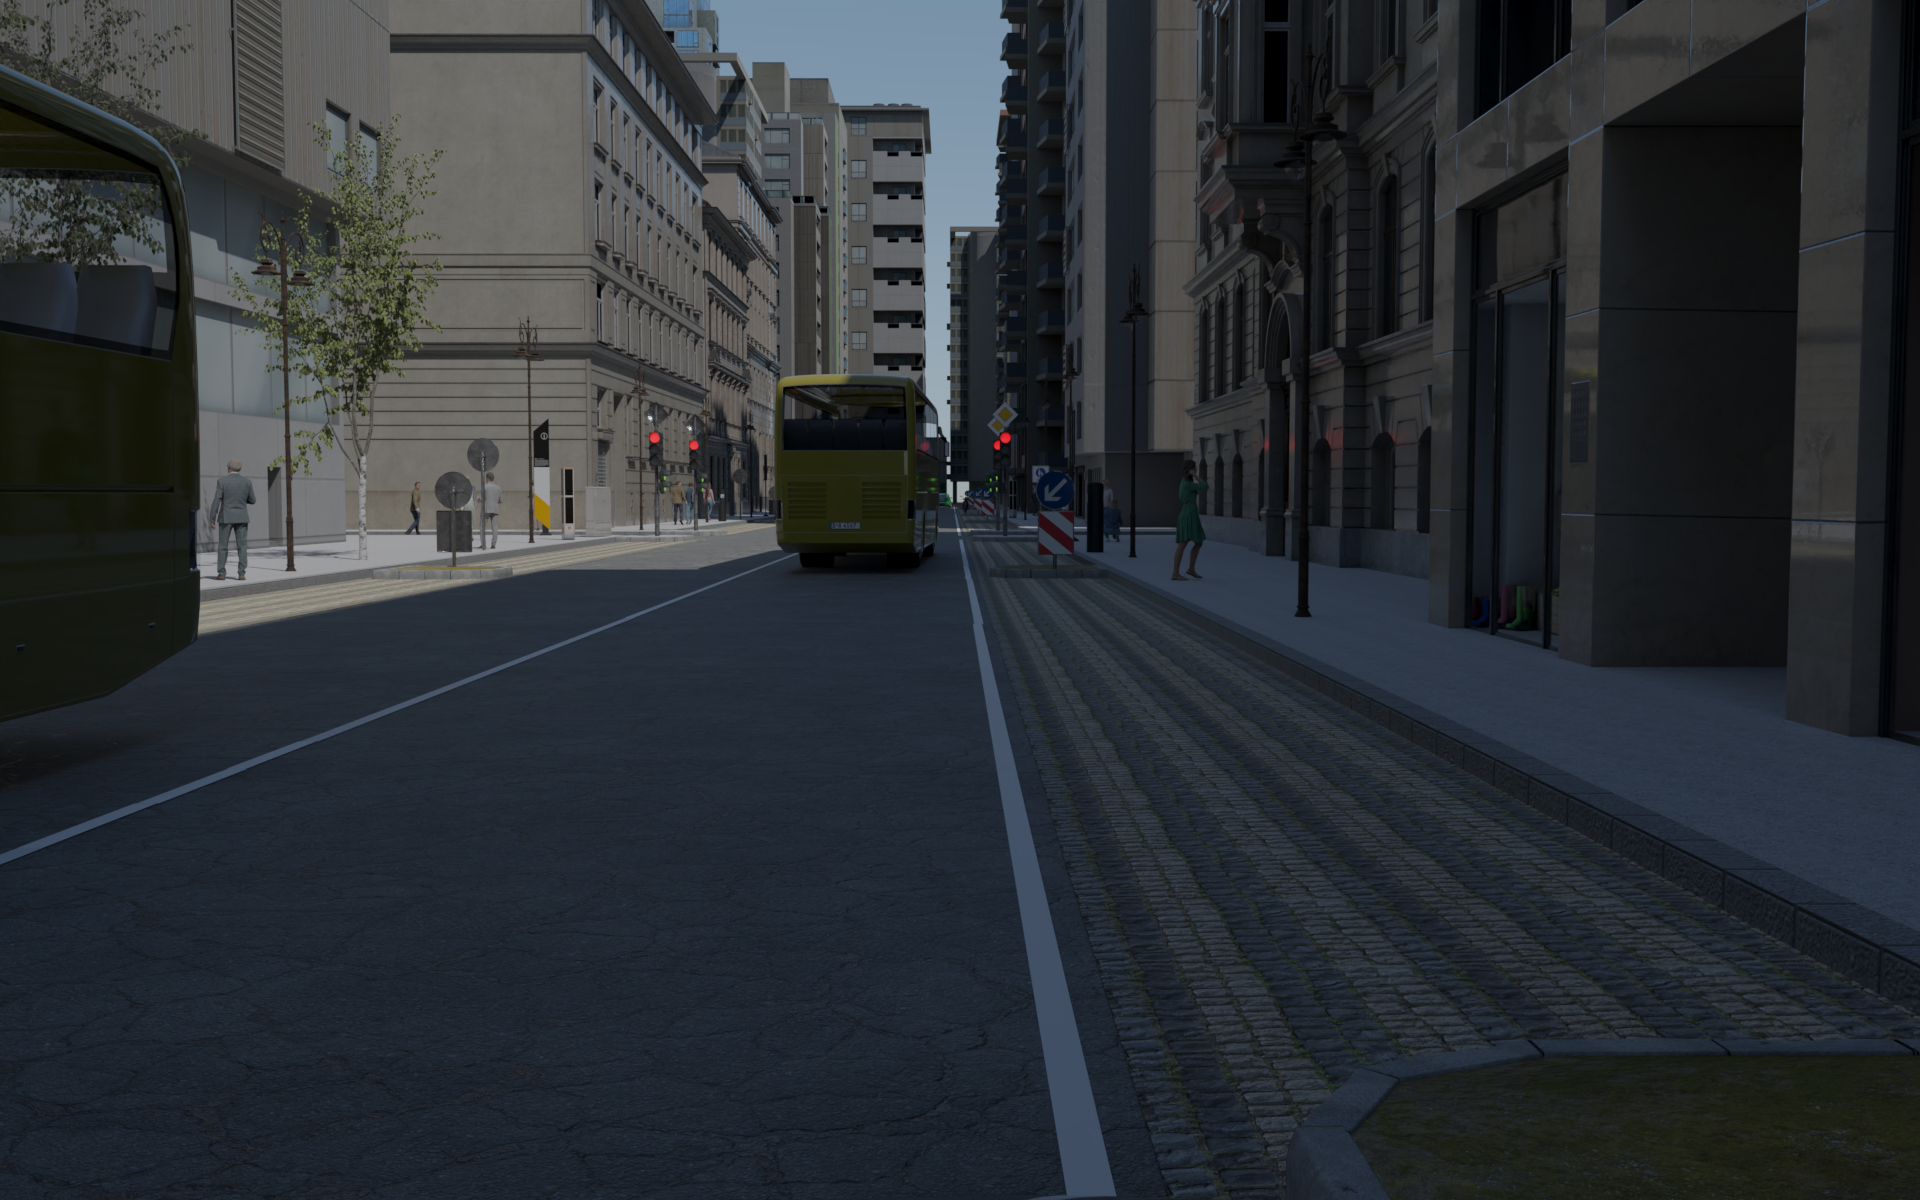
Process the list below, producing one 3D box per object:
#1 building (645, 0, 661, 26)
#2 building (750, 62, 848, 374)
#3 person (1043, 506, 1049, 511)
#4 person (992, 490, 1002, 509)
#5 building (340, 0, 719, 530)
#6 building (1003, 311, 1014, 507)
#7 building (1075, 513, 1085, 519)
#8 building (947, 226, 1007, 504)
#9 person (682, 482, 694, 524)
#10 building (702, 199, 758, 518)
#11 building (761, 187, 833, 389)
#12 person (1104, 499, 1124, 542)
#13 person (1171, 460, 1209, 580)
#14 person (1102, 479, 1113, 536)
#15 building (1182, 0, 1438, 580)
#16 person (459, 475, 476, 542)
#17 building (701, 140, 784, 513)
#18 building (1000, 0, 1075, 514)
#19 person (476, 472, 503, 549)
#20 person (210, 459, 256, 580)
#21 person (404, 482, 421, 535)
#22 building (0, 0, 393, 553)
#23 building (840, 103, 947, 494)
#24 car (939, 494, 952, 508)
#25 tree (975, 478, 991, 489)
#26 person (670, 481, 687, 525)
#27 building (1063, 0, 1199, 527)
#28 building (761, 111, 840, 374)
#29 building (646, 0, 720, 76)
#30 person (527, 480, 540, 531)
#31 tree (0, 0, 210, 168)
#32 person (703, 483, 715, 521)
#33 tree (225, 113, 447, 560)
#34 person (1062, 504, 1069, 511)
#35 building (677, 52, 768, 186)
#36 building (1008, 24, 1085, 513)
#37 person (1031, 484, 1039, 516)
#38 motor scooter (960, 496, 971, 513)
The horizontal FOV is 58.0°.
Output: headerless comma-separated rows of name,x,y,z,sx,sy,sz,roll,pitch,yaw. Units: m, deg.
building,-49.090,-40.238,199.897,28.212,58.520,21.231,0,4,0
building,-24.062,-35.212,199.416,21.600,48.544,21.300,0,4,0
person,4.909,-5.368,98.478,0.362,1.253,0.373,0,4,-6
person,3.208,-8.703,149.067,0.721,1.736,1.217,-3,5,-41
building,-20.511,-14.827,75.703,16.112,22.955,30.059,0,4,0
building,18.383,-19.680,166.805,27.650,21.520,28.899,0,4,0
building,12.937,-26.778,87.928,14.600,45.320,14.200,0,4,0
building,10.194,-33.272,235.870,23.993,40.220,32.217,0,4,0
person,-11.407,-4.085,73.185,0.623,1.781,0.721,-2,4,-33
building,-18.012,-14.424,100.459,10.561,19.102,19.286,0,4,0
building,-19.743,-24.160,166.718,14.160,30.474,14.107,0,4,0
person,3.991,-2.144,46.602,1.012,1.151,0.738,0,4,-7
person,3.396,-1.196,25.840,0.529,1.795,0.600,-1,4,-11
person,4.403,-2.825,52.912,0.731,1.740,0.598,2,4,27
building,12.096,-13.140,33.926,14.460,24.649,34.723,0,4,0
person,-13.238,-2.468,46.622,0.478,1.798,0.641,-1,4,-22
building,-19.813,-19.884,122.359,12.463,27.353,25.104,0,4,0
building,13.997,-28.522,120.960,22.147,44.769,28.867,0,4,0
person,-11.084,-2.106,40.670,0.583,1.804,0.606,3,4,38
person,-10.865,-1.200,25.837,0.661,1.801,0.590,-3,5,-41
person,-17.715,-2.931,56.336,0.656,1.842,0.836,2,4,32
building,-28.707,-27.195,33.877,27.495,52.752,28.713,0,4,0
building,-15.542,-39.425,233.842,27.495,52.752,28.713,0,4,0
car,-1.782,-10.349,178.010,1.959,1.807,4.718,0,4,1
tree,2.640,-13.137,209.391,1.663,3.219,1.824,0,3,0
person,-11.652,-4.029,71.825,0.656,1.842,0.836,-2,4,-25
building,11.534,-23.549,68.615,14.086,41.232,14.154,0,4,0
building,-20.039,-30.390,180.469,14.154,41.232,14.086,0,4,0
building,-44.774,-56.087,229.685,31.000,86.520,22.319,0,4,0
person,-14.869,-3.304,60.406,0.374,1.781,0.599,2,4,29
tree,-12.124,-4.429,22.779,4.360,8.622,3.978,0,3,0
person,-12.084,-4.732,83.421,0.555,1.821,0.388,0,4,-2
tree,-11.777,-5.093,33.631,4.737,8.622,4.395,0,3,0
person,4.199,-3.540,68.606,0.352,1.250,0.332,-3,5,-44
building,-29.775,-27.858,147.356,32.217,40.220,23.993,0,4,0
building,11.400,-30.203,143.926,14.600,45.320,14.200,0,4,0
person,4.390,-5.836,101.241,0.755,1.850,0.659,-3,5,-43
motor scooter,0.422,-7.259,131.462,0.815,1.314,1.986,0,4,1
